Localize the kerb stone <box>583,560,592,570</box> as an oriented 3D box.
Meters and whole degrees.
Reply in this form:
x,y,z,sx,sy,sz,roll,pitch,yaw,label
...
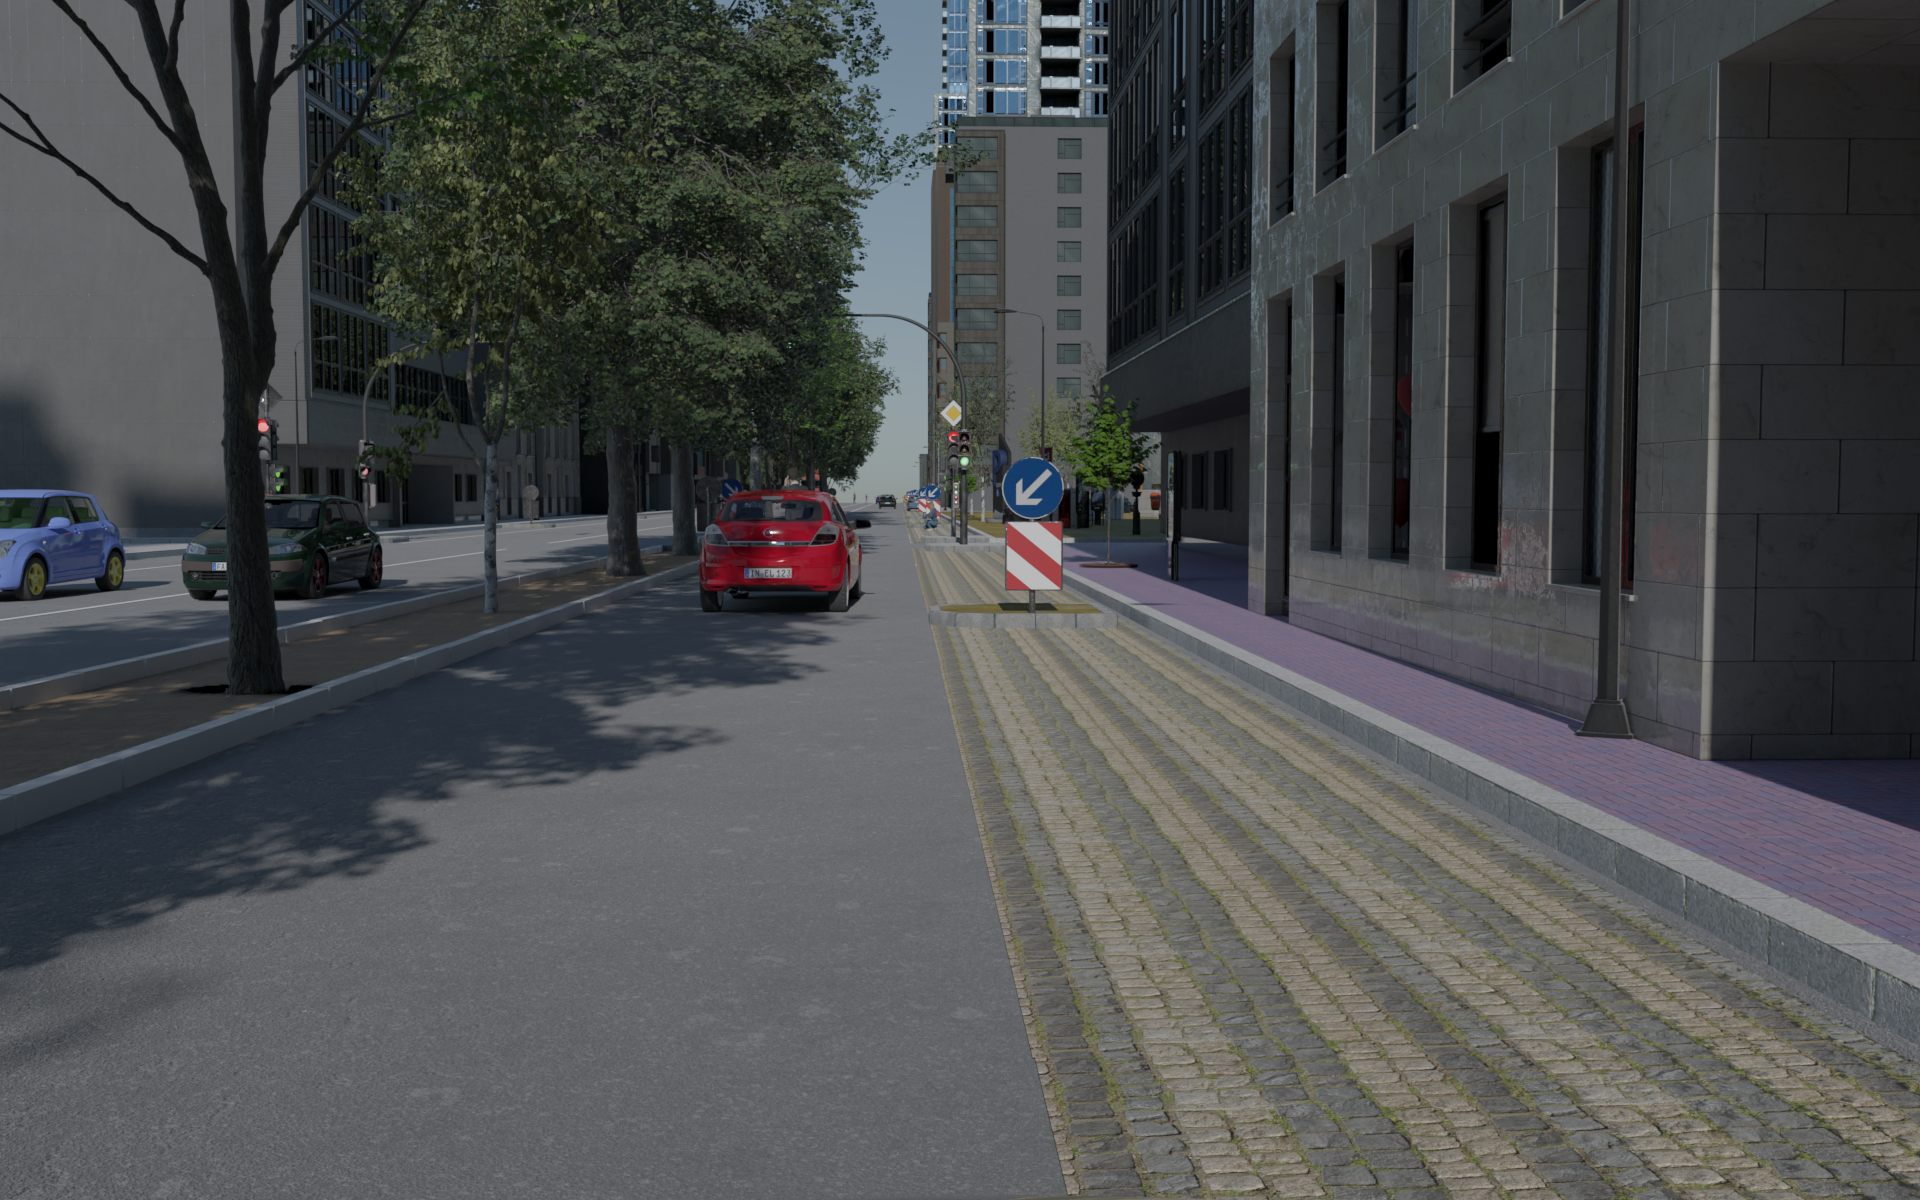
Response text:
x,y,z,sx,sy,sz,roll,pitch,yaw,label
-7.081,-0.627,32.440,0.120,0.150,1.000,0,4,-2,kerb stone

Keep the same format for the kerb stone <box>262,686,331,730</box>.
x,y,z,sx,sy,sz,roll,pitch,yaw,label
-4.224,0.691,10.971,0.120,0.150,1.000,0,4,-2,kerb stone

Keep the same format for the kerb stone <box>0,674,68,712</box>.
x,y,z,sx,sy,sz,roll,pitch,yaw,label
-6.352,0.632,11.960,0.120,0.150,1.000,0,4,-2,kerb stone

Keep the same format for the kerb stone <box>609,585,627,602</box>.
x,y,z,sx,sy,sz,roll,pitch,yaw,label
-4.655,-0.066,23.276,0.120,0.150,1.000,0,4,-2,kerb stone

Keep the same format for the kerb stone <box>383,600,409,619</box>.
x,y,z,sx,sy,sz,roll,pitch,yaw,label
-6.646,0.125,20.163,0.120,0.150,1.000,0,4,-2,kerb stone

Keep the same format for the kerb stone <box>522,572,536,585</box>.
x,y,z,sx,sy,sz,roll,pitch,yaw,label
-6.898,-0.314,27.328,0.120,0.150,1.000,0,4,-2,kerb stone

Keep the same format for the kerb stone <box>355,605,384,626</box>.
x,y,z,sx,sy,sz,roll,pitch,yaw,label
-6.608,0.188,19.141,0.120,0.150,1.000,0,4,-2,kerb stone

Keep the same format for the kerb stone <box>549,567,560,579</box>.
x,y,z,sx,sy,sz,roll,pitch,yaw,label
-6.978,-0.437,29.371,0.120,0.150,1.000,0,4,-2,kerb stone

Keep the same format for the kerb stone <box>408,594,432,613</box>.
x,y,z,sx,sy,sz,roll,pitch,yaw,label
-6.683,0.067,21.185,0.120,0.150,1.000,0,4,-2,kerb stone

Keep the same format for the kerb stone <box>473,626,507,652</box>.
x,y,z,sx,sy,sz,roll,pitch,yaw,label
-4.404,0.375,16.095,0.120,0.150,1.000,0,4,-2,kerb stone

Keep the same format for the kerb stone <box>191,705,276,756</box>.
x,y,z,sx,sy,sz,roll,pitch,yaw,label
-4.187,0.753,9.944,0.120,0.150,1.000,0,4,-2,kerb stone

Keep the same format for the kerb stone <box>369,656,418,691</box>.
x,y,z,sx,sy,sz,roll,pitch,yaw,label
-4.298,0.561,13.023,0.120,0.150,1.000,0,4,-2,kerb stone

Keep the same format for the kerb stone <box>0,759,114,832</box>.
x,y,z,sx,sy,sz,roll,pitch,yaw,label
-4.109,0.874,7.901,0.120,0.150,1.000,0,4,-2,kerb stone

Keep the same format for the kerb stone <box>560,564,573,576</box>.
x,y,z,sx,sy,sz,roll,pitch,yaw,label
-6.999,-0.501,30.393,0.120,0.150,1.000,0,4,-2,kerb stone

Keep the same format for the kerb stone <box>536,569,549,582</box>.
x,y,z,sx,sy,sz,roll,pitch,yaw,label
-6.932,-0.376,28.349,0.120,0.150,1.000,0,4,-2,kerb stone

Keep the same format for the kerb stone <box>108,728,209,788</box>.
x,y,z,sx,sy,sz,roll,pitch,yaw,label
-4.144,0.815,8.923,0.120,0.150,1.000,0,4,-2,kerb stone

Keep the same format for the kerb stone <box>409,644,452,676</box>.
x,y,z,sx,sy,sz,roll,pitch,yaw,label
-4.331,0.498,14.049,0.120,0.150,1.000,0,4,-2,kerb stone

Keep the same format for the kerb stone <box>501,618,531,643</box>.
x,y,z,sx,sy,sz,roll,pitch,yaw,label
-4.429,0.310,17.120,0.120,0.150,1.000,0,4,-2,kerb stone

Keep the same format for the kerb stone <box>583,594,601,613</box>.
x,y,z,sx,sy,sz,roll,pitch,yaw,label
-4.576,0.060,21.227,0.120,0.150,1.000,0,4,-2,kerb stone

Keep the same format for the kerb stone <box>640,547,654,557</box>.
x,y,z,sx,sy,sz,roll,pitch,yaw,label
-7.372,-1.124,40.642,0.120,0.150,1.000,0,4,-2,kerb stone

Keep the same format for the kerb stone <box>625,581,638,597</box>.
x,y,z,sx,sy,sz,roll,pitch,yaw,label
-4.692,-0.127,24.297,0.120,0.150,1.000,0,4,-2,kerb stone

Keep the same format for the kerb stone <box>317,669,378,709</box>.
x,y,z,sx,sy,sz,roll,pitch,yaw,label
-4.261,0.624,12.001,0.120,0.150,1.000,0,4,-2,kerb stone

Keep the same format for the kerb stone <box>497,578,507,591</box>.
x,y,z,sx,sy,sz,roll,pitch,yaw,label
-6.821,-0.189,25.278,0.120,0.150,1.000,0,4,-2,kerb stone

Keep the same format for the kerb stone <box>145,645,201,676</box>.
x,y,z,sx,sy,sz,roll,pitch,yaw,label
-6.427,0.500,14.023,0.120,0.150,1.000,0,4,-2,kerb stone

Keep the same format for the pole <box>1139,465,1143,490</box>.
x,y,z,sx,sy,sz,roll,pitch,yaw,label
10.624,-6.599,101.739,0.158,3.312,0.155,0,3,0,pole

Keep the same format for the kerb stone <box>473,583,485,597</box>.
x,y,z,sx,sy,sz,roll,pitch,yaw,label
-6.791,-0.123,24.256,0.120,0.150,1.000,0,4,-2,kerb stone

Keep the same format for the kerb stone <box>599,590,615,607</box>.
x,y,z,sx,sy,sz,roll,pitch,yaw,label
-4.615,0.002,22.253,0.120,0.150,1.000,0,4,-2,kerb stone

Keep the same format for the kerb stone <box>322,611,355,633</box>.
x,y,z,sx,sy,sz,roll,pitch,yaw,label
-6.571,0.249,18.120,0.120,0.150,1.000,0,4,-2,kerb stone

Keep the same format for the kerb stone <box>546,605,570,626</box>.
x,y,z,sx,sy,sz,roll,pitch,yaw,label
-4.506,0.186,19.168,0.120,0.150,1.000,0,4,-2,kerb stone

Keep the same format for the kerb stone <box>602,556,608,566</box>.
x,y,z,sx,sy,sz,roll,pitch,yaw,label
-7.148,-0.753,34.499,0.120,0.150,1.000,0,4,-2,kerb stone

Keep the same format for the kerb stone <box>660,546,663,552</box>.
x,y,z,sx,sy,sz,roll,pitch,yaw,label
-7.434,-1.253,42.685,0.120,0.150,1.000,0,4,-2,kerb stone

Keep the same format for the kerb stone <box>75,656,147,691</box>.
x,y,z,sx,sy,sz,roll,pitch,yaw,label
-6.396,0.565,12.989,0.120,0.150,1.000,0,4,-2,kerb stone

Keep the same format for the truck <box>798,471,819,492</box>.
x,y,z,sx,sy,sz,roll,pitch,yaw,label
-14.786,-11.400,175.308,2.839,4.237,11.283,0,4,-3,truck

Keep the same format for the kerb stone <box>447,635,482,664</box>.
x,y,z,sx,sy,sz,roll,pitch,yaw,label
-4.364,0.441,15.072,0.120,0.150,1.000,0,4,-2,kerb stone

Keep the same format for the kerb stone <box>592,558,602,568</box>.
x,y,z,sx,sy,sz,roll,pitch,yaw,label
-7.119,-0.689,33.466,0.120,0.150,1.000,0,4,-2,kerb stone

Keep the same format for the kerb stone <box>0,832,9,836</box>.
x,y,z,sx,sy,sz,roll,pitch,yaw,label
-4.069,0.937,6.874,0.120,0.150,1.000,0,4,-2,kerb stone

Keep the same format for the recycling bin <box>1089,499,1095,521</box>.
x,y,z,sx,sy,sz,roll,pitch,yaw,label
6.146,-4.320,83.188,0.722,1.027,0.722,1,4,13,recycling bin

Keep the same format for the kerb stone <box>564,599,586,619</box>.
x,y,z,sx,sy,sz,roll,pitch,yaw,label
-4.546,0.123,20.189,0.120,0.150,1.000,0,4,-2,kerb stone

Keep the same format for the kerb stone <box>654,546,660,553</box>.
x,y,z,sx,sy,sz,roll,pitch,yaw,label
-7.412,-1.191,41.663,0.120,0.150,1.000,0,4,-2,kerb stone

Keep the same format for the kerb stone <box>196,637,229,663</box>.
x,y,z,sx,sy,sz,roll,pitch,yaw,label
-6.465,0.437,15.044,0.120,0.150,1.000,0,4,-2,kerb stone

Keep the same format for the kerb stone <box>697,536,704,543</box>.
x,y,z,sx,sy,sz,roll,pitch,yaw,label
-7.786,-1.850,52.539,0.120,0.150,1.000,0,4,-2,kerb stone

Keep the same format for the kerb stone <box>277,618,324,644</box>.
x,y,z,sx,sy,sz,roll,pitch,yaw,label
-6.528,0.318,17.094,0.120,0.150,1.000,0,4,-2,kerb stone

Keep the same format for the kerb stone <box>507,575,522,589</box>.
x,y,z,sx,sy,sz,roll,pitch,yaw,label
-6.866,-0.251,26.300,0.120,0.150,1.000,0,4,-2,kerb stone

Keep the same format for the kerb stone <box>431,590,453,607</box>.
x,y,z,sx,sy,sz,roll,pitch,yaw,label
-6.718,0.000,22.206,0.120,0.150,1.000,0,4,-2,kerb stone

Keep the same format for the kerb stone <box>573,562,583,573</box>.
x,y,z,sx,sy,sz,roll,pitch,yaw,label
-7.043,-0.564,31.418,0.120,0.150,1.000,0,4,-2,kerb stone

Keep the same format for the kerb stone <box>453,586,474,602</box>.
x,y,z,sx,sy,sz,roll,pitch,yaw,label
-6.744,-0.061,23.235,0.120,0.150,1.000,0,4,-2,kerb stone

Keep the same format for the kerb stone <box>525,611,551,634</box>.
x,y,z,sx,sy,sz,roll,pitch,yaw,label
-4.470,0.249,18.142,0.120,0.150,1.000,0,4,-2,kerb stone
